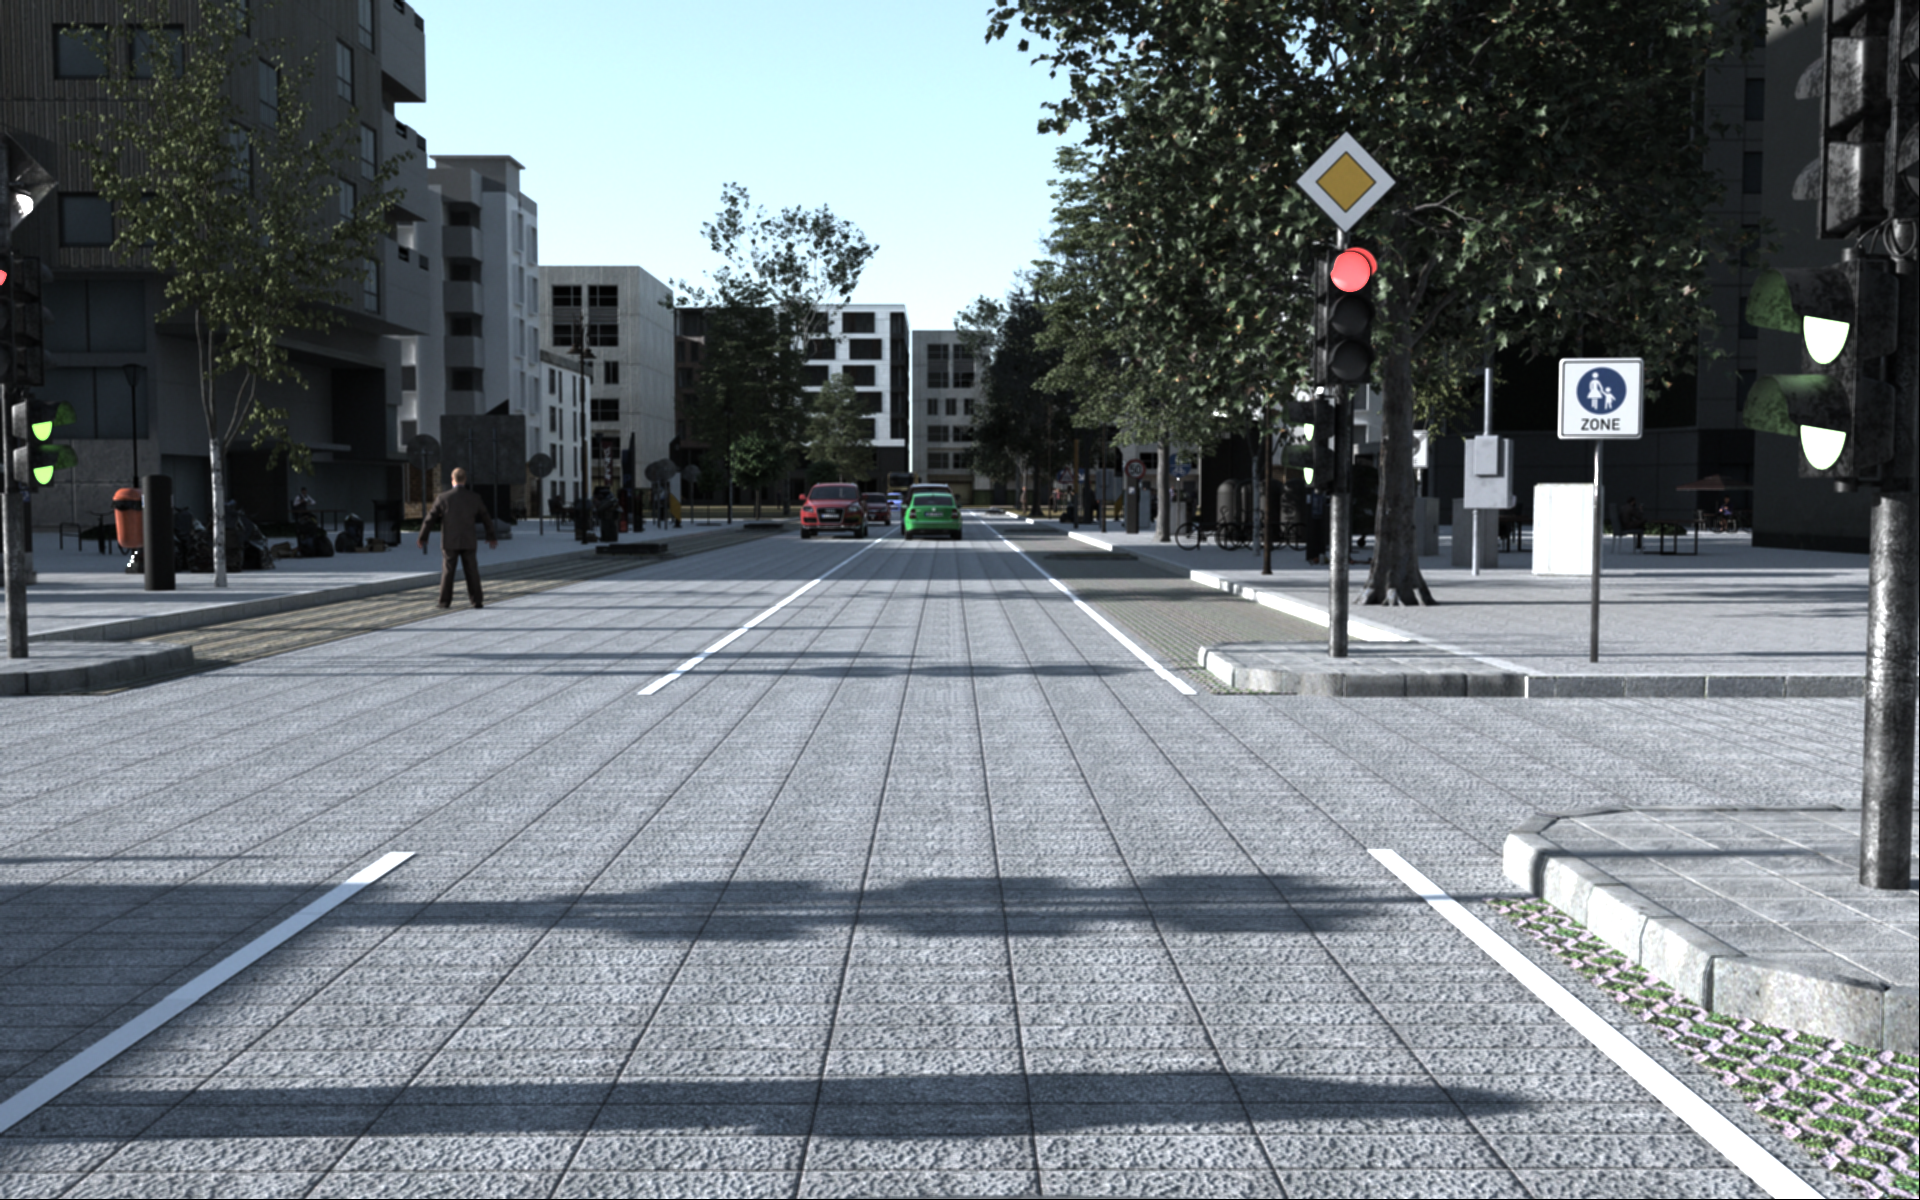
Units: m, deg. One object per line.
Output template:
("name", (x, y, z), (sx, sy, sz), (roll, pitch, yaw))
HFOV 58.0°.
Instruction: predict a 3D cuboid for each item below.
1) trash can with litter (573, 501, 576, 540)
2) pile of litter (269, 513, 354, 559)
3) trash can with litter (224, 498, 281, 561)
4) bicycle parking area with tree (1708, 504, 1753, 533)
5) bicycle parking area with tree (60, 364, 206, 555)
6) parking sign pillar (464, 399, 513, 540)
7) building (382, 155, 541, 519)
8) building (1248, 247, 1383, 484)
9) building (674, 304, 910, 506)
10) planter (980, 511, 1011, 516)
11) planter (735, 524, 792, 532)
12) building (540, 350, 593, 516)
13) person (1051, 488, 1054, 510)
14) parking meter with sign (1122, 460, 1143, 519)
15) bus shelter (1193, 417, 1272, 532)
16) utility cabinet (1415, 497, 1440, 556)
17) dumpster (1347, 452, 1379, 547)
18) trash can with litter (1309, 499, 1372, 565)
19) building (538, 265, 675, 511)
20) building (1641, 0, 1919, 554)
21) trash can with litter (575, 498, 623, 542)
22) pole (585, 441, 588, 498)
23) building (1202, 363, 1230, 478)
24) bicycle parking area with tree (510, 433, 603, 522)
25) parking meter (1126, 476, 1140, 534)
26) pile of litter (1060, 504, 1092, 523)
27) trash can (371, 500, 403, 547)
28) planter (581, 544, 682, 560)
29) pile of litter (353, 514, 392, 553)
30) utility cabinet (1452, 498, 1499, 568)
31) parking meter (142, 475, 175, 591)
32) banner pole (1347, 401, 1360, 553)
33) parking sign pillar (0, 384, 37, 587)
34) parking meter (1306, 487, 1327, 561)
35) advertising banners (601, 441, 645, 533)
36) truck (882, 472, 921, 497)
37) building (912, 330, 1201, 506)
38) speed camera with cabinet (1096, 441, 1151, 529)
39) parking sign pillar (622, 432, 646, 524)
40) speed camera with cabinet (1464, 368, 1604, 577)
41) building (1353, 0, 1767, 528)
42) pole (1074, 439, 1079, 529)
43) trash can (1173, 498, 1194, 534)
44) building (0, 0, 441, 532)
("trash can with litter", (-10.461, -2.255, 48.253), (0.624, 1.170, 1.055), (-1, 4, -10))
("pile of litter", (-13.412, -1.287, 35.003), (1.176, 0.858, 1.719), (3, 5, 41))
("trash can with litter", (-13.466, -1.317, 32.583), (1.678, 1.210, 2.233), (1, 4, 14))
("bicycle parking area with tree", (28.528, -4.065, 53.466), (9.016, 4.147, 8.231), (1, 4, 11))
("bicycle parking area with tree", (-20.324, -3.048, 36.834), (8.231, 4.147, 9.016), (-2, 4, -26))
("parking sign pillar", (-13.434, -3.702, 48.996), (1.447, 3.967, 1.447), (-2, 4, -31))
("building", (-31.611, -14.578, 94.775), (16.016, 20.091, 11.380), (0, 4, 0))
("building", (26.493, -15.662, 112.490), (16.016, 20.091, 11.380), (0, 4, 0))
("building", (-22.312, -21.788, 200.203), (32.646, 21.610, 27.936), (0, 4, 0))
("planter", (2.355, -5.773, 115.531), (1.991, 0.319, 1.994), (0, 4, 0))
("planter", (-7.411, -2.724, 65.675), (1.991, 0.319, 1.994), (0, 4, 0))
("building", (-28.862, -10.560, 114.800), (9.099, 9.664, 28.070), (0, 4, 0))
("person", (7.528, -8.347, 142.526), (0.705, 1.823, 1.348), (0, 4, 5))
("parking meter with sign", (8.918, -5.632, 88.351), (0.543, 3.016, 1.738), (-3, 5, -45))
("bus shelter", (8.614, -3.911, 55.221), (1.731, 3.624, 6.357), (0, 4, -1))
("utility cabinet", (9.711, -1.525, 36.094), (0.306, 1.237, 1.020), (2, 4, 31))
("dumpster", (9.280, -2.356, 41.015), (1.502, 2.255, 1.985), (0, 4, 0))
("trash can with litter", (7.323, -1.269, 31.814), (2.233, 1.210, 1.678), (-1, 4, -8))
("building", (-40.549, -16.882, 142.477), (31.486, 18.905, 16.747), (0, 4, 0))
("building", (29.831, -25.246, 36.467), (21.600, 48.544, 21.300), (0, 4, 0))
("trash can with litter", (-9.554, -2.127, 46.163), (1.055, 1.170, 0.624), (-2, 4, -35))
("pole", (-14.301, -4.421, 66.124), (0.158, 3.312, 0.155), (0, 3, 0))
("building", (42.538, -21.809, 200.559), (32.646, 21.610, 27.936), (0, 4, 0))
("bicycle parking area with tree", (-19.435, -5.767, 81.300), (8.231, 4.147, 9.016), (1, 4, 14))
("parking meter", (5.614, -3.085, 56.146), (0.399, 1.863, 0.255), (2, 4, 24))
("pile of litter", (5.145, -3.861, 77.090), (1.719, 0.858, 1.176), (-1, 4, -22))
("trash can", (-13.986, -1.875, 42.312), (0.748, 1.137, 0.748), (0, 3, 0))
("planter", (-7.258, -1.067, 38.586), (1.991, 0.319, 1.994), (0, 4, 0))
("pile of litter", (-13.222, -1.502, 38.523), (1.176, 0.858, 1.719), (1, 4, 22))
("utility cabinet", (9.039, -1.177, 30.414), (0.306, 1.237, 1.020), (-1, 4, -17))
("parking meter", (-10.689, -0.898, 23.101), (0.372, 1.533, 0.369), (0, 3, 0))
("banner pole", (8.536, -2.931, 37.940), (0.401, 3.779, 0.863), (0, 4, 3))
("parking sign pillar", (-13.831, -2.192, 24.309), (1.447, 3.967, 1.447), (0, 4, -6))
("parking meter", (6.843, -1.520, 33.266), (0.372, 1.533, 0.369), (0, 3, 0))
("advertising banners", (-11.223, -3.761, 57.679), (0.090, 3.025, 2.074), (2, 4, 30))
("truck", (-5.107, -9.861, 157.155), (3.469, 3.379, 9.791), (0, 4, 1))
("building", (10.505, -20.110, 195.252), (31.486, 18.905, 16.747), (0, 4, 0))
("speed camera with cabinet", (6.106, -4.308, 64.766), (2.038, 3.252, 0.660), (0, 4, 7))
("parking sign pillar", (-14.282, -5.274, 74.697), (1.447, 3.967, 1.447), (0, 4, -4))
("speed camera with cabinet", (9.016, -2.010, 27.191), (2.038, 3.252, 0.660), (2, 4, 25))
("building", (29.656, -38.873, 73.822), (20.563, 71.187, 20.611), (0, 4, 0))
("pole", (4.324, -4.316, 64.417), (0.158, 3.312, 0.155), (0, 3, 0))
("trash can", (7.182, -2.697, 55.747), (0.748, 1.137, 0.748), (0, 3, 0))
("building", (-37.894, -29.313, 68.506), (28.713, 52.752, 27.495), (0, 4, 0))
